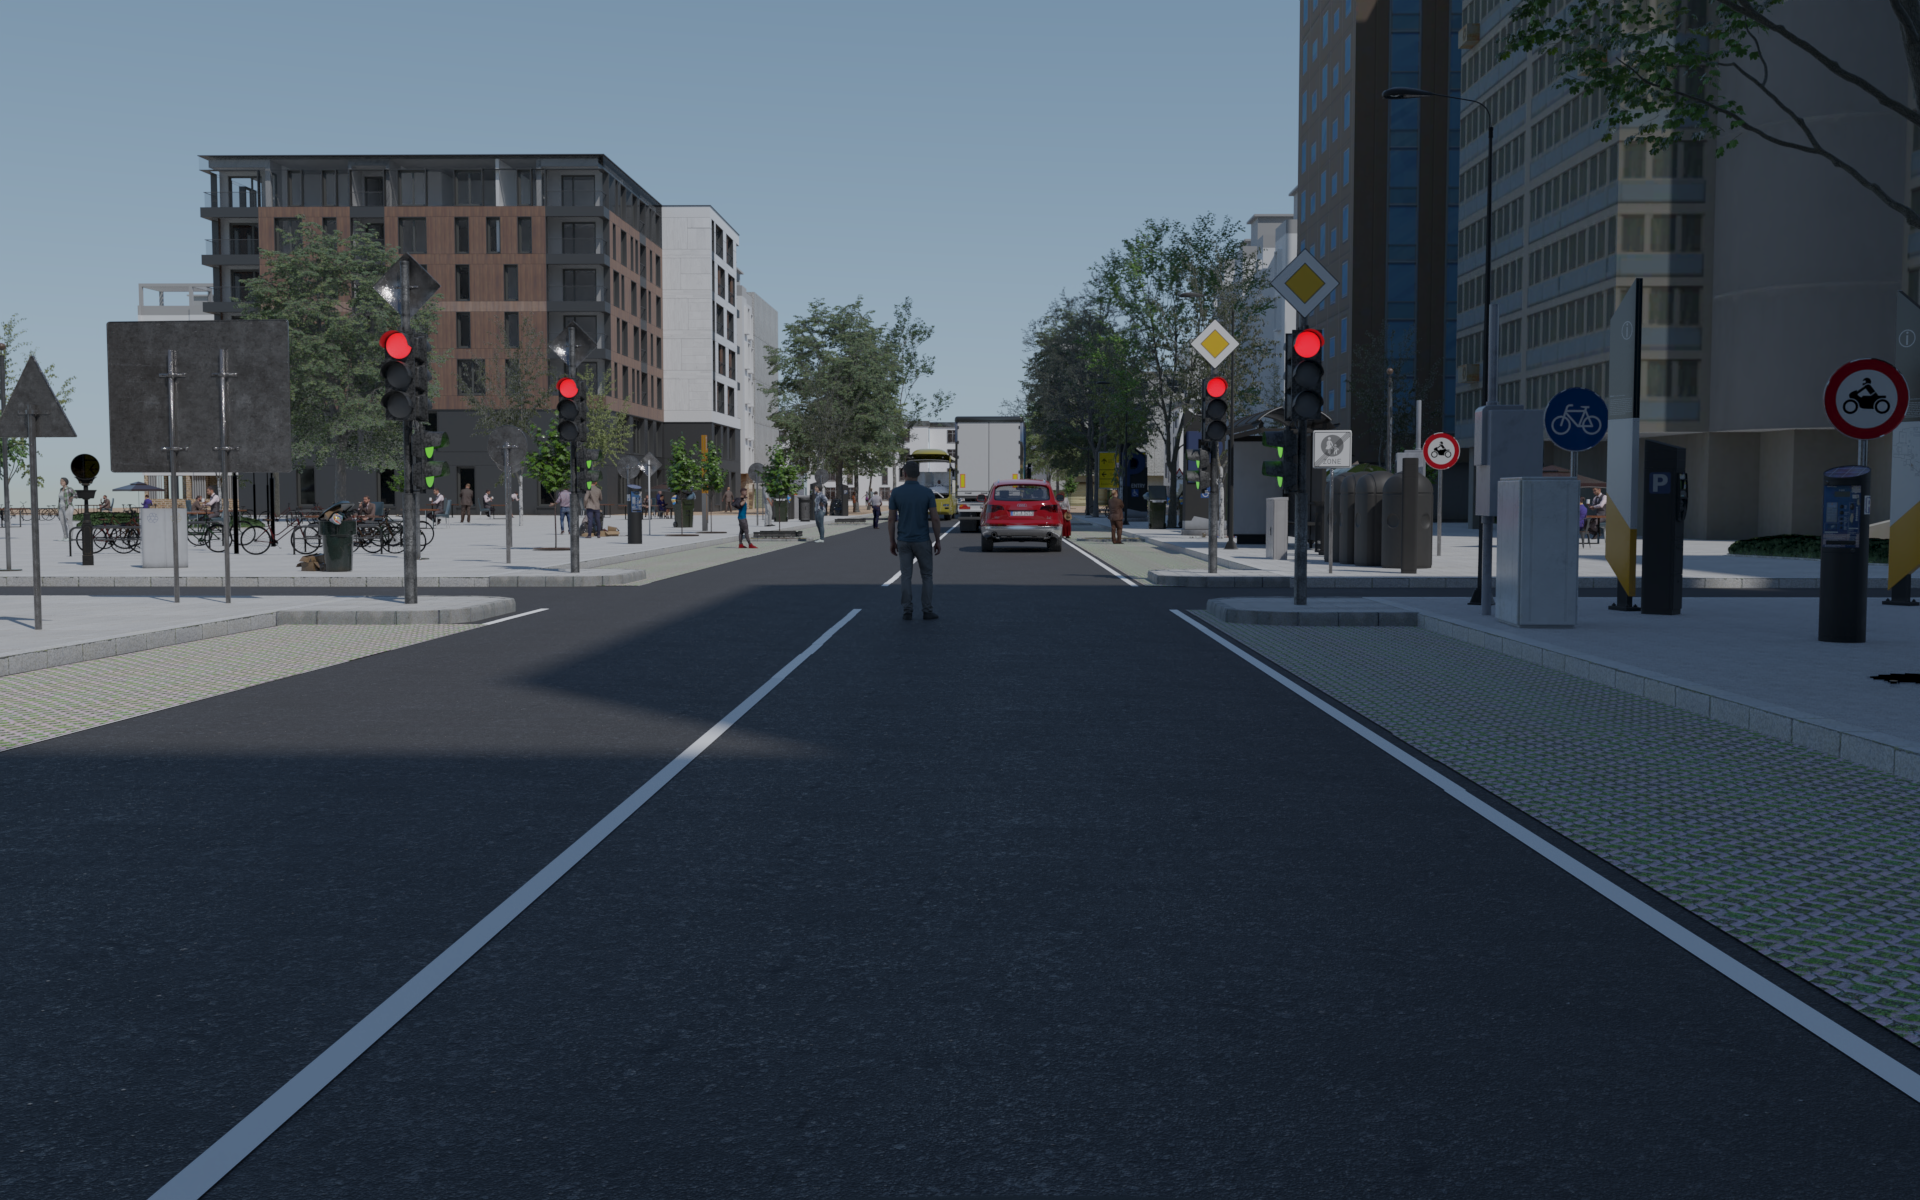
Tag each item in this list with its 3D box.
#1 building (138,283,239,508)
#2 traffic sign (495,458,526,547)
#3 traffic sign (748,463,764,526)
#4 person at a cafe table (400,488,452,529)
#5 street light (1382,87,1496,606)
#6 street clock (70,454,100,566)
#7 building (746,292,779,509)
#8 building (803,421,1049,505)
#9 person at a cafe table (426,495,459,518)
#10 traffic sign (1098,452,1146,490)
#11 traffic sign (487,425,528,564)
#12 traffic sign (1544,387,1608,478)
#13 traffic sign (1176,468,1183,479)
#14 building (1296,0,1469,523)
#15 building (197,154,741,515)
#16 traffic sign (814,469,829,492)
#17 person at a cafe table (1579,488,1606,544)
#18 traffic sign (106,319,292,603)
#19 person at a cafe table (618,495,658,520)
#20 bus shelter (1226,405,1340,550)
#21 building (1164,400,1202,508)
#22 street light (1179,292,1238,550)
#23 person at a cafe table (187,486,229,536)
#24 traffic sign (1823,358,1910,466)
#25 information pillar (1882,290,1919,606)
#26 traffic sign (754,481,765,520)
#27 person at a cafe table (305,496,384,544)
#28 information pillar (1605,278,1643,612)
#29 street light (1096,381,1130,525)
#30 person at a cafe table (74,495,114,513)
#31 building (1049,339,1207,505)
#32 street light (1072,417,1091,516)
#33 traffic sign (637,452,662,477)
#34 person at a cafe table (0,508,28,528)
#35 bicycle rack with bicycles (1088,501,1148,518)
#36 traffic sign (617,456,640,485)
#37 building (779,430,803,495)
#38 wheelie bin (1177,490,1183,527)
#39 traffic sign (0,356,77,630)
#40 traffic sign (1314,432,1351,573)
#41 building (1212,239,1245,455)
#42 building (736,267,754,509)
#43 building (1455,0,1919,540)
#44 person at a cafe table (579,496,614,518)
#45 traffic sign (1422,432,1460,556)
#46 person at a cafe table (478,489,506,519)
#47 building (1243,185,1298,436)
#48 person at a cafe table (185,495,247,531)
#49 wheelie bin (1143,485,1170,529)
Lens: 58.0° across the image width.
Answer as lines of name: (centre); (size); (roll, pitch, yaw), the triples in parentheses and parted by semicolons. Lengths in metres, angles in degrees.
building: (-67.397, -18.689, 161.988); (11.380, 20.091, 16.016); (0, 4, 1)
traffic sign: (-10.869, -2.552, 41.827); (0.768, 2.556, 0.104); (0, 4, 3)
traffic sign: (-8.214, -4.286, 70.175); (0.768, 2.556, 0.104); (0, 4, 3)
person at a cafe table: (-19.727, -3.408, 64.242); (1.622, 1.524, 1.698); (-2, 4, -31)
street light: (5.520, -2.899, 19.942); (1.470, 5.913, 1.316); (0, 4, 1)
street clock: (-15.688, -1.623, 31.105); (0.471, 2.002, 0.358); (-2, 4, -28)
building: (-33.533, -17.977, 160.374); (31.486, 18.905, 16.747); (0, 4, 1)
building: (-3.559, -15.930, 202.602); (28.070, 9.664, 9.099); (0, 4, 1)
person at a cafe table: (-27.956, -5.057, 93.544); (1.698, 1.238, 1.726); (-1, 4, -18)
traffic sign: (7.767, -5.451, 82.998); (2.265, 3.308, 0.079); (1, 4, 10)
traffic sign: (-8.343, -1.946, 31.925); (0.768, 2.556, 0.104); (0, 4, 6)
traffic sign: (7.350, -1.262, 20.744); (0.768, 2.556, 0.104); (0, 4, 3)
traffic sign: (10.810, -5.220, 85.356); (0.884, 2.594, 0.081); (1, 4, 9)
building: (24.389, -26.466, 82.836); (14.600, 45.320, 14.200); (0, 4, 1)
building: (-31.574, -16.929, 120.767); (27.936, 21.610, 32.646); (0, 4, 1)
traffic sign: (-7.141, -5.455, 89.290); (0.768, 2.556, 0.104); (1, 4, 10)
person at a cafe table: (16.231, -2.228, 44.939); (1.622, 1.524, 1.698); (-1, 4, -14)
traffic sign: (-8.929, -1.618, 20.322); (2.265, 3.308, 0.079); (0, 4, 7)
person at a cafe table: (-15.903, -4.644, 86.791); (1.698, 1.238, 1.726); (2, 4, 26)
bus shelter: (7.570, -2.921, 41.675); (2.014, 3.302, 5.546); (0, 4, 1)
building: (23.949, -12.973, 154.252); (9.099, 9.664, 28.070); (0, 4, 1)
street light: (5.741, -4.126, 40.002); (1.470, 5.913, 1.316); (0, 4, 1)
person at a cafe table: (-23.754, -2.791, 54.152); (1.622, 1.524, 1.698); (-3, 4, -37)
traffic sign: (8.482, -0.990, 16.296); (0.768, 2.556, 0.104); (0, 4, 7)
information pillar: (10.897, -1.740, 19.809); (0.183, 3.616, 0.504); (-2, 4, -28)
traffic sign: (-9.638, -5.177, 84.646); (0.884, 2.594, 0.081); (0, 4, 5)
person at a cafe table: (-15.689, -2.082, 44.902); (1.698, 1.238, 1.726); (2, 4, 24)
information pillar: (7.307, -1.695, 19.062); (0.183, 3.616, 0.504); (-1, 4, -12)
street light: (6.322, -6.055, 71.547); (1.470, 5.913, 1.316); (0, 4, 1)
person at a cafe table: (-44.691, -4.812, 89.536); (1.726, 1.238, 1.698); (-2, 4, -35)
building: (26.282, -20.734, 205.450); (31.486, 18.905, 16.747); (0, 4, 1)
street light: (7.074, -7.968, 102.812); (1.470, 5.913, 1.316); (0, 4, 1)
traffic sign: (-9.712, -3.324, 54.087); (0.795, 2.593, 0.064); (0, 4, 5)
person at a cafe table: (-36.904, -3.530, 66.231); (1.622, 1.524, 1.698); (0, 4, 1)
bicycle rack with bicycles: (9.157, -5.310, 100.207); (2.925, 0.926, 2.852); (1, 4, 22)
traffic sign: (-10.982, -3.505, 57.406); (0.768, 2.556, 0.104); (0, 4, 2)
building: (-32.147, -15.998, 203.709); (28.070, 9.664, 9.099); (0, 4, 1)
wheelie bin: (8.887, -3.631, 67.276); (0.693, 1.594, 0.980); (2, 4, 31)
traffic sign: (-8.719, -0.997, 16.311); (0.884, 2.594, 0.081); (1, 4, 10)
traffic sign: (5.989, -1.578, 27.929); (0.606, 2.300, 0.079); (1, 4, 11)
building: (26.509, -16.285, 122.673); (16.016, 20.091, 11.380); (0, 4, 1)
building: (-25.133, -17.508, 142.671); (16.016, 20.091, 11.380); (0, 4, 1)
building: (29.784, -22.103, 53.273); (23.993, 40.220, 32.217); (0, 4, 1)
person at a cafe table: (-19.872, -5.248, 94.311); (1.622, 1.524, 1.698); (-2, 4, -29)
traffic sign: (9.939, -2.187, 35.868); (0.768, 2.556, 0.104); (0, 4, 1)
person at a cafe table: (-23.795, -4.895, 88.541); (1.622, 1.524, 1.698); (-1, 4, -16)
building: (27.272, -15.589, 111.298); (16.016, 20.091, 11.380); (0, 4, 1)
person at a cafe table: (-26.188, -3.050, 60.728); (1.726, 1.238, 1.698); (0, 4, -4)
wheelie bin: (7.169, -3.389, 63.316); (0.980, 1.594, 0.693); (0, 4, -1)
